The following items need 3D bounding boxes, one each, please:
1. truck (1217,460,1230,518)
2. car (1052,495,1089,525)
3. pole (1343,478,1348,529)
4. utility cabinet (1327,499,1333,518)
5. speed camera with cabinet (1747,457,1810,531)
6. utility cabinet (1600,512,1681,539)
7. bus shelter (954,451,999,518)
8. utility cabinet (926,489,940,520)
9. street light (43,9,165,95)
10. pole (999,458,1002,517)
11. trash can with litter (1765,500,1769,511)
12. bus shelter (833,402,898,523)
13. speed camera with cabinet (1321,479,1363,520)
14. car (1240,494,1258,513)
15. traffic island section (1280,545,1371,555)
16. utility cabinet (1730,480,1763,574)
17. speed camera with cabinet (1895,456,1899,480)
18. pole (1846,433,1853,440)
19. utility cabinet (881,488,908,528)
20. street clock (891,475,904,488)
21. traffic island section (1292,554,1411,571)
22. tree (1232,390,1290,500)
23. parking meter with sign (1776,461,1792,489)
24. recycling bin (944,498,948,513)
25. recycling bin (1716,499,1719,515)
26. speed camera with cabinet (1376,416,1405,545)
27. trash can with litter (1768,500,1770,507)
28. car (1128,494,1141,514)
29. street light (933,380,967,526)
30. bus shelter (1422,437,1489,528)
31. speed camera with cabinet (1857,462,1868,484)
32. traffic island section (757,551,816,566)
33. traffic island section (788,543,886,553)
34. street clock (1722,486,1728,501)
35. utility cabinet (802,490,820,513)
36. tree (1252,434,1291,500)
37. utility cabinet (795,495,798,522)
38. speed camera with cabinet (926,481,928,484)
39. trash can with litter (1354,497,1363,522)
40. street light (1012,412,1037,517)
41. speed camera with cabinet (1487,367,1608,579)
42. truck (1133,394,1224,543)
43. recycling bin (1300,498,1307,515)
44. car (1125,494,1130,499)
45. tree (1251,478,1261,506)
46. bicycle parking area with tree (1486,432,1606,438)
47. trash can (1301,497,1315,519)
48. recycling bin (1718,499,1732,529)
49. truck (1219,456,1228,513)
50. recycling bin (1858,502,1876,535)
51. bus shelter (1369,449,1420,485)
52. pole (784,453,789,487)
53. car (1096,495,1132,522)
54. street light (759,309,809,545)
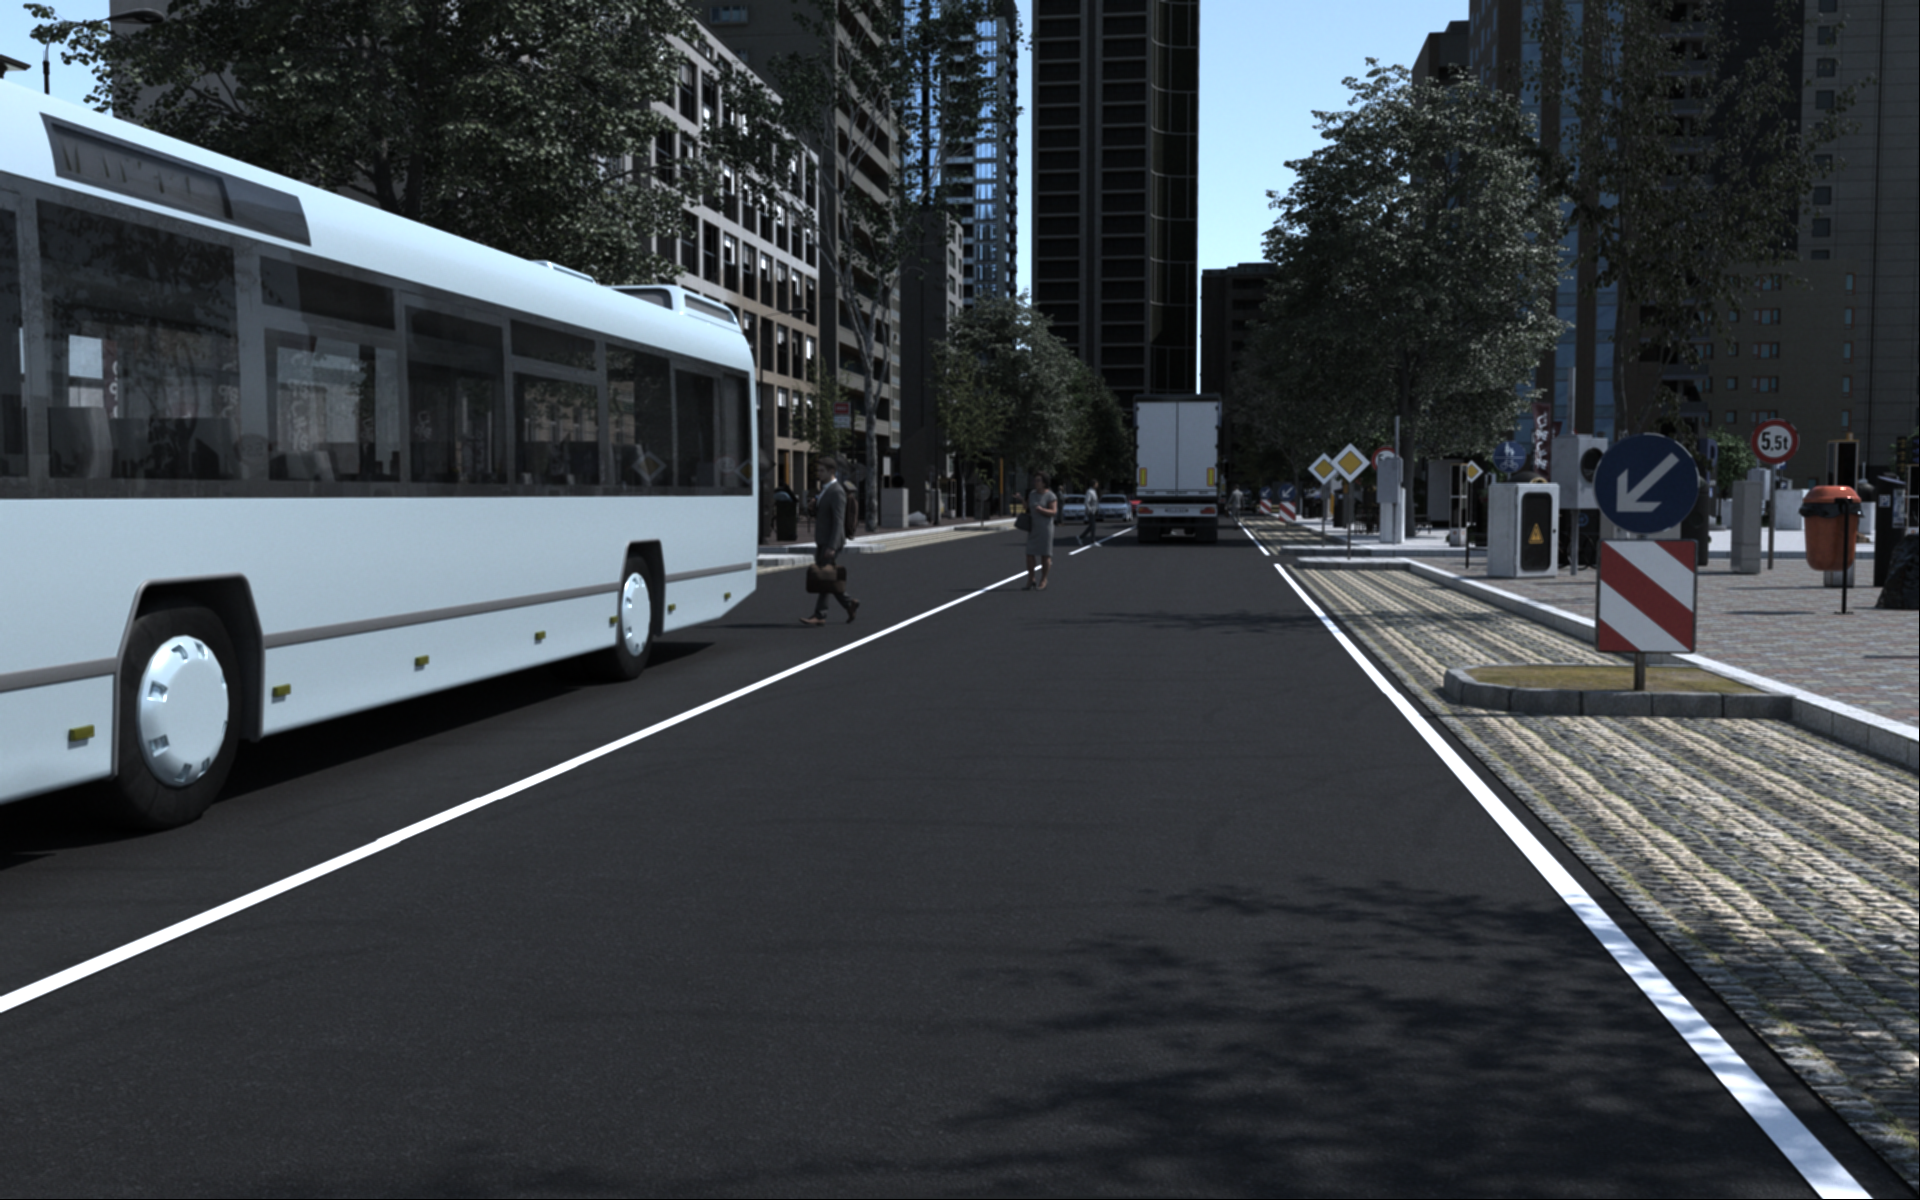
[{"bbox_3d":[10.122,-4.931,76.540,3.469,3.379,9.791,1,4,9],"label":"truck"},{"bbox_3d":[5.375,-4.323,82.687,2.014,1.417,4.499,0,4,7],"label":"car"},{"bbox_3d":[14.296,-4.302,64.183,0.158,3.312,0.155,0,3,0],"label":"pole"},{"bbox_3d":[19.893,-5.108,92.193,1.173,1.500,0.318,-2,4,-32],"label":"utility cabinet"},{"bbox_3d":[29.124,-4.115,61.621,0.660,3.252,2.038,-3,4,-36],"label":"speed camera with cabinet"},{"bbox_3d":[9.807,-0.998,24.990,1.173,1.500,0.318,-1,4,-18],"label":"utility cabinet"},{"bbox_3d":[0.955,-6.471,97.088,1.731,3.624,6.357,1,4,8],"label":"bus shelter"},{"bbox_3d":[-1.544,-4.563,83.290,1.173,1.500,0.318,1,4,10],"label":"utility cabinet"},{"bbox_3d":[-8.311,-2.709,16.831,1.470,5.913,1.316,1,4,8],"label":"street light"},{"bbox_3d":[2.299,-6.369,97.978,0.158,3.312,0.155,0,3,0],"label":"pole"},{"bbox_3d":[48.762,-5.707,104.362,1.678,1.210,2.233,-1,4,-20],"label":"trash can with litter"},{"bbox_3d":[-4.055,-6.137,77.967,2.179,5.291,8.768,1,4,8],"label":"bus shelter"},{"bbox_3d":[18.814,-5.554,85.145,2.038,3.252,0.660,0,4,4],"label":"speed camera with cabinet"},{"bbox_3d":[21.735,-7.486,132.179,2.009,1.686,4.222,1,4,8],"label":"car"},{"bbox_3d":[8.753,-1.185,41.658,2.009,0.180,2.903,1,4,8],"label":"traffic island section"},{"bbox_3d":[12.752,-1.185,28.062,0.318,1.500,1.173,1,4,17],"label":"utility cabinet"},{"bbox_3d":[48.407,-5.849,89.973,0.660,3.252,2.038,2,4,31],"label":"speed camera with cabinet"},{"bbox_3d":[29.572,-3.903,57.664,0.158,3.312,0.155,0,3,0],"label":"pole"},{"bbox_3d":[-2.449,-3.444,64.988,1.173,1.500,0.318,3,5,43],"label":"utility cabinet"},{"bbox_3d":[-2.407,-3.815,66.947,0.471,2.002,0.358,-1,4,-14],"label":"street clock"},{"bbox_3d":[7.599,-0.702,33.757,2.009,0.180,2.903,1,4,8],"label":"traffic island section"},{"bbox_3d":[32.008,-16.073,180.918,7.486,12.596,7.792,0,3,0],"label":"tree"},{"bbox_3d":[40.679,-5.446,85.296,0.543,3.016,1.738,3,5,43],"label":"parking meter with sign"},{"bbox_3d":[-0.630,-6.418,117.482,0.722,1.027,0.722,1,4,21],"label":"recycling bin"},{"bbox_3d":[41.833,-5.027,94.739,0.722,1.027,0.722,3,5,44],"label":"recycling bin"},{"bbox_3d":[11.099,-3.075,44.612,0.660,3.252,2.038,1,4,19],"label":"speed camera with cabinet"},{"bbox_3d":[38.354,-4.296,81.625,1.055,1.170,0.624,-3,5,-44],"label":"trash can with litter"},{"bbox_3d":[11.689,-6.326,112.469,2.155,1.783,4.494,0,4,7],"label":"car"},{"bbox_3d":[-0.420,-5.993,70.523,1.470,5.913,1.316,1,4,8],"label":"street light"},{"bbox_3d":[18.245,-4.270,63.732,2.014,3.302,5.546,1,4,8],"label":"bus shelter"},{"bbox_3d":[55.815,-6.961,108.156,0.660,3.252,2.038,0,4,-3],"label":"speed camera with cabinet"},{"bbox_3d":[-4.168,-0.807,35.474,2.009,0.180,2.903,1,4,8],"label":"traffic island section"},{"bbox_3d":[-3.013,-1.290,43.376,2.009,0.180,2.903,1,4,8],"label":"traffic island section"},{"bbox_3d":[37.721,-4.945,85.414,0.358,2.002,0.471,2,4,29],"label":"street clock"},{"bbox_3d":[-8.907,-5.857,104.441,1.173,1.500,0.318,-1,4,-9],"label":"utility cabinet"},{"bbox_3d":[29.022,-12.932,161.803,4.737,8.622,4.395,0,3,0],"label":"tree"},{"bbox_3d":[-7.777,-4.087,77.987,1.020,1.237,0.306,2,4,30],"label":"utility cabinet"},{"bbox_3d":[-2.844,-6.299,97.324,2.038,3.252,0.660,2,4,24],"label":"speed camera with cabinet"},{"bbox_3d":[18.514,-4.182,79.767,1.055,1.170,0.624,0,4,8],"label":"trash can with litter"},{"bbox_3d":[3.654,-7.696,98.370,1.470,5.913,1.316,1,4,8],"label":"street light"},{"bbox_3d":[9.049,-1.975,26.622,2.038,3.252,0.660,-2,4,-30],"label":"speed camera with cabinet"},{"bbox_3d":[6.865,-3.988,54.117,2.839,4.237,11.283,0,4,8],"label":"truck"},{"bbox_3d":[20.918,-5.603,104.163,0.722,1.027,0.722,2,4,30],"label":"recycling bin"},{"bbox_3d":[12.614,-7.018,126.549,2.131,1.459,4.920,1,4,9],"label":"car"},{"bbox_3d":[32.804,-11.878,188.806,1.663,3.219,1.824,0,3,0],"label":"tree"},{"bbox_3d":[27.044,-5.715,80.437,8.231,4.147,9.016,1,4,19],"label":"bicycle parking area with tree"},{"bbox_3d":[18.121,-4.803,90.187,0.748,1.137,0.748,0,3,0],"label":"trash can"},{"bbox_3d":[28.326,-3.107,63.349,0.722,1.027,0.722,3,5,41],"label":"recycling bin"},{"bbox_3d":[19.114,-8.805,132.867,2.839,4.237,11.283,0,4,7],"label":"truck"},{"bbox_3d":[28.412,-2.574,54.641,0.722,1.027,0.722,3,4,38],"label":"recycling bin"},{"bbox_3d":[21.220,-6.592,85.409,2.179,5.291,8.768,1,4,8],"label":"bus shelter"},{"bbox_3d":[-8.551,-5.598,85.369,0.158,3.312,0.155,0,3,0],"label":"pole"},{"bbox_3d":[7.999,-4.790,90.324,2.014,1.417,4.499,1,4,9],"label":"car"},{"bbox_3d":[-4.467,-4.345,43.583,1.470,5.913,1.316,1,4,8],"label":"street light"}]
